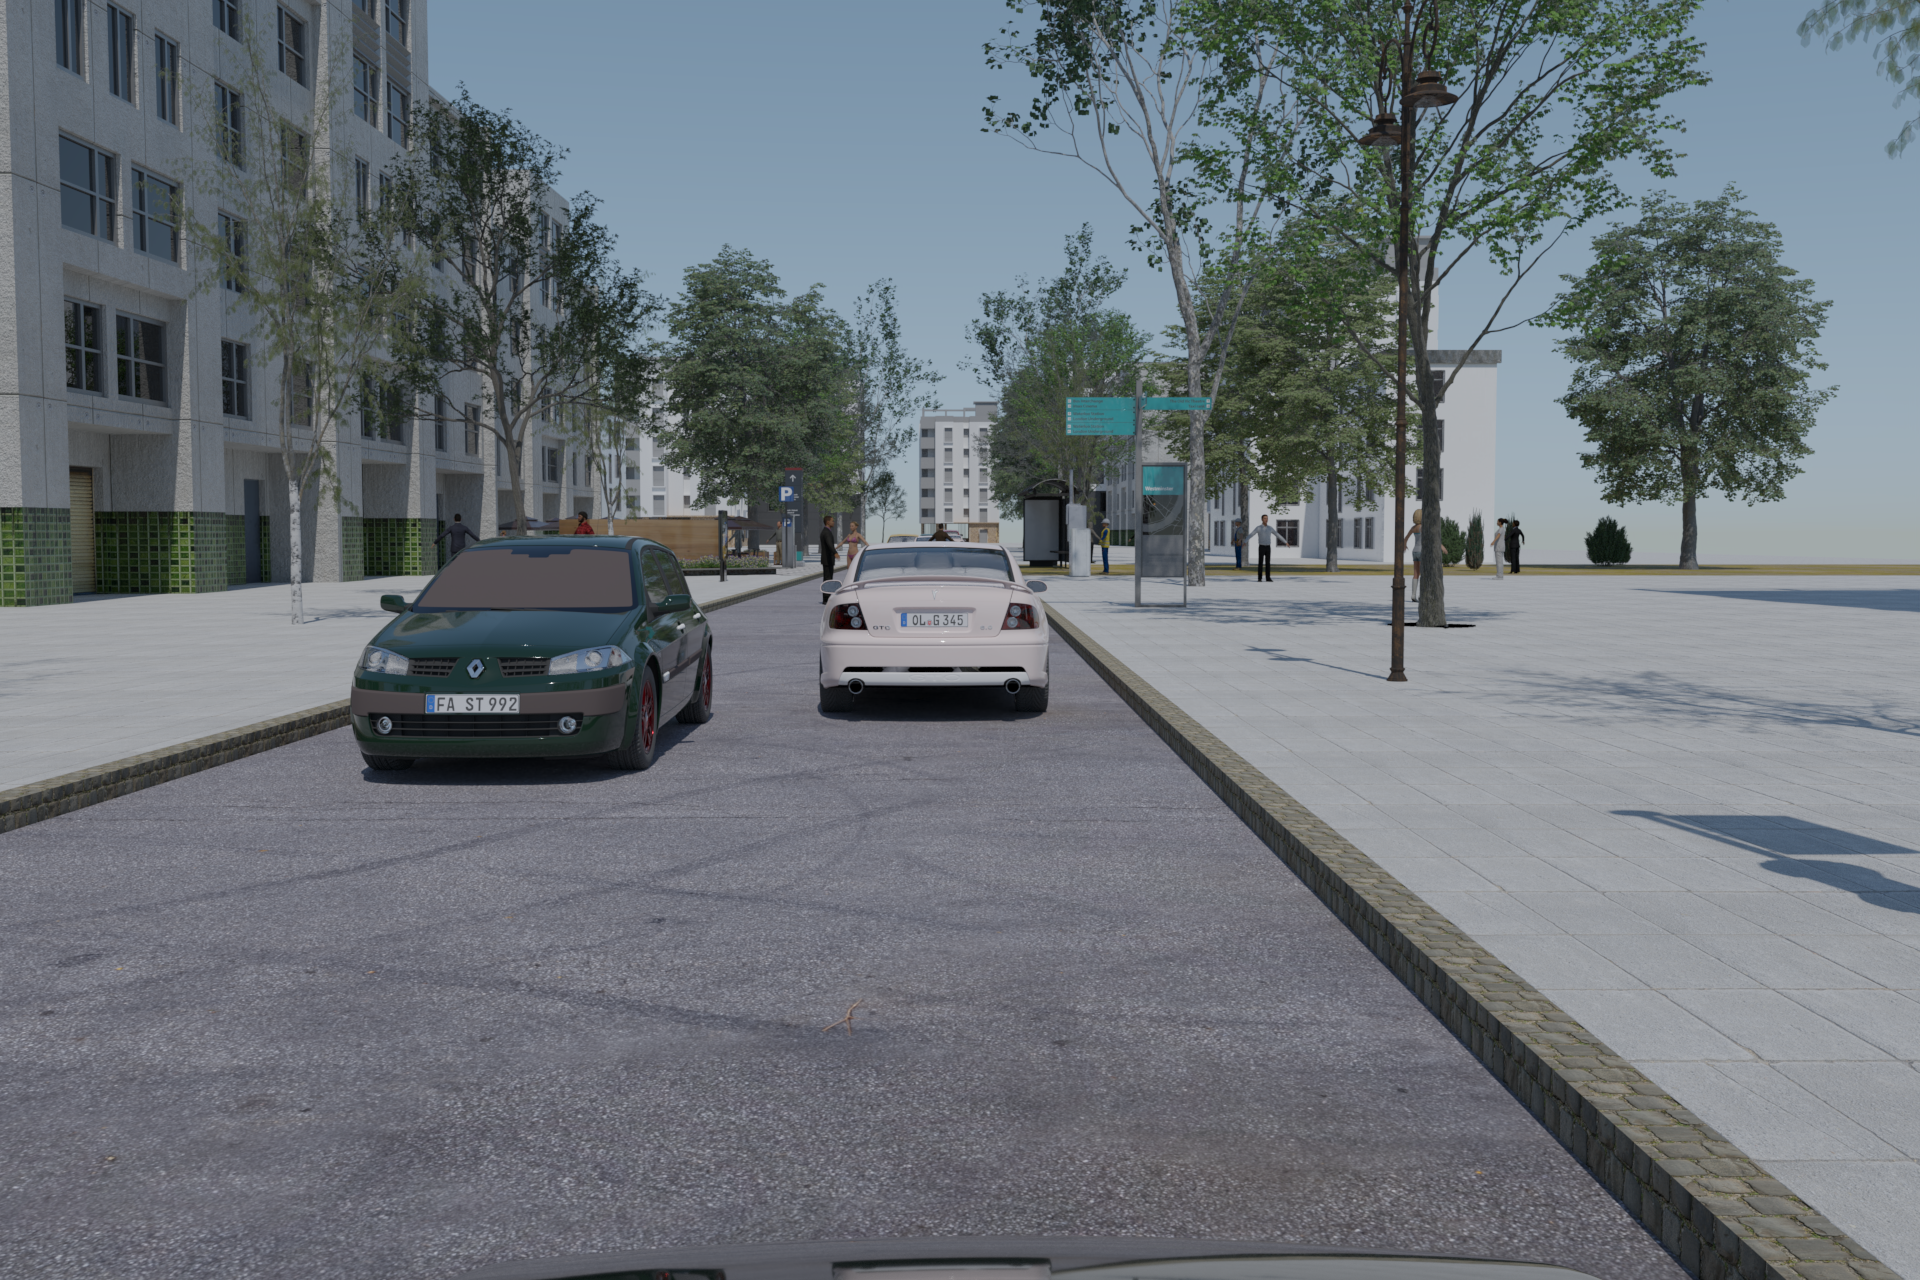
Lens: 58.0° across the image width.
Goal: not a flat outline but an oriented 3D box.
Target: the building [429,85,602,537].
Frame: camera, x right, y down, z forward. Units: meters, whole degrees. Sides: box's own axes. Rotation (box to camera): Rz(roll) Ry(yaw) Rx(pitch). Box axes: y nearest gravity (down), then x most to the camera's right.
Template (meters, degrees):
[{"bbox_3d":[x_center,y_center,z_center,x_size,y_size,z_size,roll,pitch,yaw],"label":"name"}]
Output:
[{"bbox_3d":[-29.183,-13.326,84.332,16.747,18.905,31.486,0,4,0],"label":"building"}]

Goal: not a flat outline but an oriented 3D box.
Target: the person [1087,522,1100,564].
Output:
[{"bbox_3d":[5.674,-4.229,75.278,0.705,1.813,1.348,-3,4,-38],"label":"person"}]

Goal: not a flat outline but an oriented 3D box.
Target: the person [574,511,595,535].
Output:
[{"bbox_3d":[-8.860,-2.111,40.617,0.704,1.816,1.345,-3,5,-43],"label":"person"}]

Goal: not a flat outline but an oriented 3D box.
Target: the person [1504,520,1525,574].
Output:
[{"bbox_3d":[17.884,-3.014,56.004,1.216,1.740,0.721,-3,4,-36],"label":"person"}]

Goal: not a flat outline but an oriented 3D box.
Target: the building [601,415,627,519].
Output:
[{"bbox_3d":[-27.161,-10.763,118.129,9.099,9.664,28.070,0,4,1],"label":"building"}]

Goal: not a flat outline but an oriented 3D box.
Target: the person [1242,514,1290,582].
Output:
[{"bbox_3d":[8.161,-2.458,46.349,1.344,1.810,0.704,-1,4,-12],"label":"person"}]

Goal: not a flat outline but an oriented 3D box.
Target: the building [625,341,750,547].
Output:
[{"bbox_3d":[-27.163,-19.193,170.225,16.016,20.090,11.380,0,4,0],"label":"building"}]

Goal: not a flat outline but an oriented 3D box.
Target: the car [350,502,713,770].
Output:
[{"bbox_3d":[-2.748,-0.120,11.751,2.009,1.686,4.222,0,4,0],"label":"car"}]

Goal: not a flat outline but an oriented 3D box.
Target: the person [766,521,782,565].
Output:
[{"bbox_3d":[-7.399,-3.956,70.946,1.348,1.796,0.705,3,5,40],"label":"person"}]

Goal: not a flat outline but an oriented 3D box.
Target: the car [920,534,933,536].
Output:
[{"bbox_3d":[-2.136,-6.594,119.613,2.131,1.459,4.920,0,4,0],"label":"car"}]

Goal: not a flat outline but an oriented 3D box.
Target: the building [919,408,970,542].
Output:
[{"bbox_3d":[-5.616,-23.990,251.108,11.380,20.090,16.016,0,4,8],"label":"building"}]

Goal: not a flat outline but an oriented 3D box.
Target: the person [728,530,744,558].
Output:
[{"bbox_3d":[-10.029,-4.398,78.086,0.705,1.806,1.347,1,4,23],"label":"person"}]

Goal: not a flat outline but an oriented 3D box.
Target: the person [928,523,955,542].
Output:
[{"bbox_3d":[-0.616,-3.059,58.609,1.346,1.812,0.704,2,4,27],"label":"person"}]

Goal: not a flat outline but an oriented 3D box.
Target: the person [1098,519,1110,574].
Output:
[{"bbox_3d":[4.553,-2.981,55.197,0.721,1.772,1.216,1,4,13],"label":"person"}]

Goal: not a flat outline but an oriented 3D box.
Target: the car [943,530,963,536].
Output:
[{"bbox_3d":[-0.878,-8.979,155.482,2.281,1.827,5.304,0,4,-1],"label":"car"}]

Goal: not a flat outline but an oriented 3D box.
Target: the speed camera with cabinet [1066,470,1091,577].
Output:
[{"bbox_3d":[3.608,-3.564,52.601,0.660,3.252,2.038,0,4,0],"label":"speed camera with cabinet"}]

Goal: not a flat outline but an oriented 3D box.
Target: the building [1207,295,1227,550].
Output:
[{"bbox_3d":[24.964,-17.222,137.995,16.016,20.090,11.380,0,4,0],"label":"building"}]

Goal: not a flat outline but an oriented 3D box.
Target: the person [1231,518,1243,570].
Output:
[{"bbox_3d":[9.815,-3.388,61.255,0.705,1.847,1.347,0,4,-3],"label":"person"}]

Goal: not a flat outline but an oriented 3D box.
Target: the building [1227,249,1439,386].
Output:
[{"bbox_3d":[23.989,-16.239,121.931,16.016,20.090,11.380,0,4,0],"label":"building"}]

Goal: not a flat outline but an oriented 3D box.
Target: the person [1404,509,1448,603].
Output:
[{"bbox_3d":[8.663,-1.575,32.364,0.721,1.753,1.214,-2,4,-24],"label":"person"}]

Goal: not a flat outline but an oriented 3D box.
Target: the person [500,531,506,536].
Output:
[{"bbox_3d":[-18.999,-3.865,72.457,0.599,1.433,0.991,-3,4,-37],"label":"person"}]

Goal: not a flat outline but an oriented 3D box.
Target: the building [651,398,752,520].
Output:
[{"bbox_3d":[-28.959,-20.263,187.720,16.016,20.090,11.380,0,4,0],"label":"building"}]

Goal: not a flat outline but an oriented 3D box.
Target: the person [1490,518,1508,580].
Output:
[{"bbox_3d":[15.094,-2.565,48.701,0.721,1.739,1.217,2,4,29],"label":"person"}]

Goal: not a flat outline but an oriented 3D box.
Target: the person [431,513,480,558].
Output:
[{"bbox_3d":[-13.158,-2.408,45.413,1.345,1.823,0.704,-1,4,-18],"label":"person"}]

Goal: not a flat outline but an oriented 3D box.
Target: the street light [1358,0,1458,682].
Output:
[{"bbox_3d":[3.815,-2.578,14.935,0.468,5.910,1.993,0,4,0],"label":"street light"}]

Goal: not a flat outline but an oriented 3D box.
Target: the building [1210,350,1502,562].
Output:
[{"bbox_3d":[19.984,-9.226,92.995,9.099,9.664,28.070,0,4,0],"label":"building"}]

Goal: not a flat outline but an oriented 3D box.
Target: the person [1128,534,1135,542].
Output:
[{"bbox_3d":[8.841,-4.797,84.621,1.347,1.806,0.705,-2,4,-29],"label":"person"}]

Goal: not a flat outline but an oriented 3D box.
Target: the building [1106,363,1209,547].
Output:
[{"bbox_3d":[25.679,-19.636,187.503,16.747,18.905,31.486,0,4,0],"label":"building"}]

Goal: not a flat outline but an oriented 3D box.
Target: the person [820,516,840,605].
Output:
[{"bbox_3d":[-2.643,-1.615,35.086,0.704,1.802,1.346,-1,4,-13],"label":"person"}]

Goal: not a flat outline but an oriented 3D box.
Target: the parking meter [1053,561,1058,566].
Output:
[{"bbox_3d":[3.807,-3.957,70.402,0.399,1.863,0.255,0,4,-2],"label":"parking meter"}]

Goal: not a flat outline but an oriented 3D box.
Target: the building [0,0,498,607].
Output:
[{"bbox_3d":[-24.790,-10.949,45.482,16.747,18.905,31.486,0,4,0],"label":"building"}]

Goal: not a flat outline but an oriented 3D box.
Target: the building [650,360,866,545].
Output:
[{"bbox_3d":[-26.608,-22.891,218.236,27.936,21.610,32.646,0,4,0],"label":"building"}]

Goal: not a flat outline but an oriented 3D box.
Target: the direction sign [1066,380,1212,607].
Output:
[{"bbox_3d":[3.106,-2.500,29.644,2.525,3.948,1.411,0,4,0],"label":"direction sign"}]

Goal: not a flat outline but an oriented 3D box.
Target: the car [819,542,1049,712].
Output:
[{"bbox_3d":[-0.229,-0.182,15.330,2.083,1.381,4.827,0,4,-1],"label":"car"}]

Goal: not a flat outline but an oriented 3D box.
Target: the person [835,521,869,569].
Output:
[{"bbox_3d":[-2.570,-1.947,41.086,1.217,1.733,0.721,2,4,35],"label":"person"}]

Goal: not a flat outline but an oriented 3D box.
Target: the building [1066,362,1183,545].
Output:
[{"bbox_3d":[25.227,-23.106,221.758,27.936,21.610,32.646,0,4,0],"label":"building"}]
